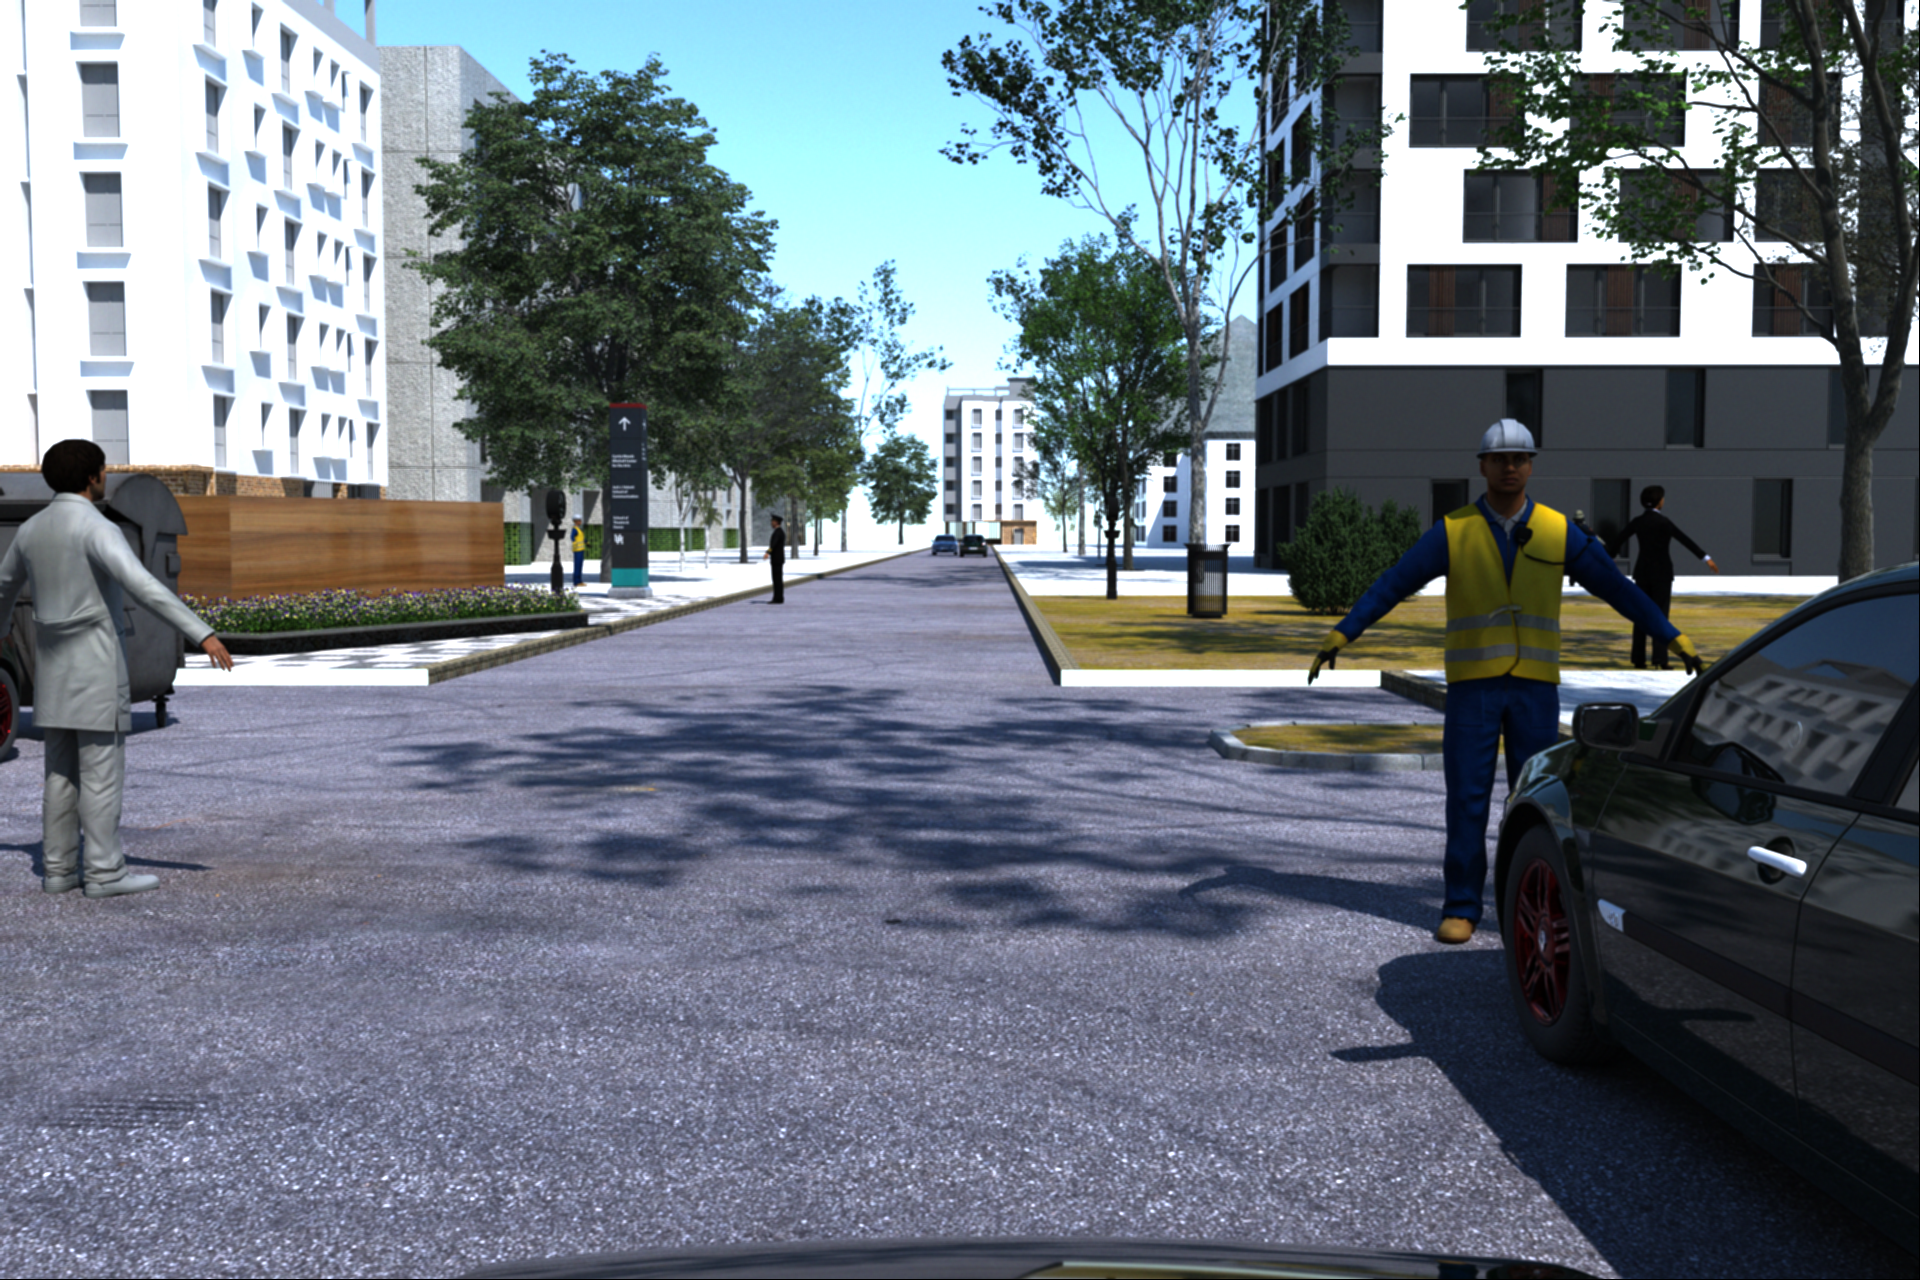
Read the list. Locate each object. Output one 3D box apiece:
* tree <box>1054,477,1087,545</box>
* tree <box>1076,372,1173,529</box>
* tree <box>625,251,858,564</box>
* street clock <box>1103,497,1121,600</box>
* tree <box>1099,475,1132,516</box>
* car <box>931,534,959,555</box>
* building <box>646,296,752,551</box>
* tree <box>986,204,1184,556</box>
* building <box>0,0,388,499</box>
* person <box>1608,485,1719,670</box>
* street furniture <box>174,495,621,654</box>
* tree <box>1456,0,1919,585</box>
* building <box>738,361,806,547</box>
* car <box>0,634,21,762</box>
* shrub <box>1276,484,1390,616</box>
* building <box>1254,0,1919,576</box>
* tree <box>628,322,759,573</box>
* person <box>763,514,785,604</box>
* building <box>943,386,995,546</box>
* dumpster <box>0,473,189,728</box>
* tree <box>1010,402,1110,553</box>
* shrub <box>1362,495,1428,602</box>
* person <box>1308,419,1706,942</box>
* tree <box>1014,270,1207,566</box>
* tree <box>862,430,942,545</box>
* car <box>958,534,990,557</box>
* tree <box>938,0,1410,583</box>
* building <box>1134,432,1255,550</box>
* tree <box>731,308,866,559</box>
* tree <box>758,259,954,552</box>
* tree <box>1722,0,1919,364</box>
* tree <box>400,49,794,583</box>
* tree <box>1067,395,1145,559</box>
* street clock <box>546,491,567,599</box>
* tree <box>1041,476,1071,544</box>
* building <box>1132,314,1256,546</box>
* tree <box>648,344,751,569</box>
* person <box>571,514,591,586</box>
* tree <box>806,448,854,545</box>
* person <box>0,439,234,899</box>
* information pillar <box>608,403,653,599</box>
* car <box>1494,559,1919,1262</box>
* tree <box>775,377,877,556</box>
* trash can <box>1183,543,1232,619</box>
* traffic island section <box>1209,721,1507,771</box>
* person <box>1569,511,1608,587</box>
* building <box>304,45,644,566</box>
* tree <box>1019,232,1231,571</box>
[{"bbox_3d":[13.493,-15.767,208.149,4.737,8.622,4.395,0,3,0],"label":"tree"},{"bbox_3d":[7.040,-7.755,77.165,4.737,8.622,4.395,0,3,0],"label":"tree"},{"bbox_3d":[-9.430,-10.049,74.669,12.009,13.543,11.850,0,3,0],"label":"tree"},{"bbox_3d":[2.981,-1.797,33.957,0.358,2.002,0.471,0,4,-1],"label":"street clock"},{"bbox_3d":[20.230,-16.750,208.274,7.601,10.594,8.767,0,4,6],"label":"tree"},{"bbox_3d":[-1.008,-6.558,119.219,2.014,1.417,4.499,0,4,1],"label":"car"},{"bbox_3d":[-28.216,-17.037,145.005,16.747,18.905,31.486,0,4,2],"label":"building"},{"bbox_3d":[7.582,-14.970,100.655,12.611,20.169,13.585,0,3,0],"label":"tree"},{"bbox_3d":[-25.064,-11.664,47.134,16.016,20.090,11.380,0,4,0],"label":"building"},{"bbox_3d":[6.623,-0.594,16.439,0.721,1.740,1.216,-2,4,-31],"label":"person"},{"bbox_3d":[-9.160,-0.883,21.285,11.010,1.723,9.812,1,4,22],"label":"street furniture"},{"bbox_3d":[8.383,-5.501,15.694,9.928,11.665,9.643,0,3,0],"label":"tree"},{"bbox_3d":[-26.777,-21.656,185.011,19.493,23.208,18.063,0,4,1],"label":"building"},{"bbox_3d":[-6.832,0.029,9.306,2.009,1.686,4.222,0,4,1],"label":"car"},{"bbox_3d":[5.907,-1.428,27.395,1.661,2.075,1.752,0,3,0],"label":"shrub"},{"bbox_3d":[25.299,-13.722,68.325,27.936,21.610,32.646,0,4,1],"label":"building"},{"bbox_3d":[-9.418,-6.553,57.500,4.360,8.622,3.978,0,3,0],"label":"tree"},{"bbox_3d":[-3.788,-1.666,35.627,0.705,1.837,1.347,0,4,6],"label":"person"},{"bbox_3d":[-1.799,-21.663,213.073,11.380,20.090,16.016,0,4,2],"label":"building"},{"bbox_3d":[-6.621,-0.249,12.279,1.865,1.857,1.264,0,4,1],"label":"dumpster"},{"bbox_3d":[6.892,-11.258,118.488,7.601,10.594,8.767,0,4,-8],"label":"tree"},{"bbox_3d":[8.236,-1.749,33.013,1.690,2.028,1.600,0,3,0],"label":"shrub"},{"bbox_3d":[1.912,0.143,6.096,1.349,1.833,0.705,1,4,11],"label":"person"},{"bbox_3d":[5.960,-8.758,68.956,9.928,11.665,9.643,0,3,0],"label":"tree"},{"bbox_3d":[-7.100,-18.607,210.877,9.857,13.997,8.962,0,3,0],"label":"tree"},{"bbox_3d":[0.845,-6.001,107.903,2.009,1.686,4.222,0,4,1],"label":"car"},{"bbox_3d":[5.009,-11.502,43.942,12.611,20.169,13.585,0,3,0],"label":"tree"},{"bbox_3d":[21.266,-13.073,155.895,9.099,9.664,28.070,0,4,1],"label":"building"},{"bbox_3d":[-8.826,-10.378,87.809,7.486,12.596,7.792,0,3,0],"label":"tree"},{"bbox_3d":[-7.224,-16.133,119.667,12.611,20.169,13.585,0,3,0],"label":"tree"},{"bbox_3d":[17.812,-7.250,28.912,12.009,13.543,11.850,0,3,0],"label":"tree"},{"bbox_3d":[-9.201,-8.454,44.884,9.857,13.997,8.962,0,3,0],"label":"tree"},{"bbox_3d":[7.372,-8.471,88.869,4.737,8.622,4.395,0,3,0],"label":"tree"},{"bbox_3d":[-6.767,-1.498,29.060,0.358,2.002,0.471,0,4,1],"label":"street clock"},{"bbox_3d":[12.014,-16.061,212.957,4.737,8.622,4.395,0,3,0],"label":"tree"},{"bbox_3d":[28.179,-21.484,182.193,19.493,23.208,18.063,0,4,1],"label":"building"},{"bbox_3d":[-9.147,-6.948,63.956,4.360,8.622,3.978,0,3,0],"label":"tree"},{"bbox_3d":[-9.299,-2.206,42.531,0.721,1.772,1.216,0,4,5],"label":"person"},{"bbox_3d":[-16.582,-17.917,211.063,7.486,12.596,7.792,0,3,0],"label":"tree"},{"bbox_3d":[-3.482,0.105,6.921,1.347,1.806,0.705,2,4,24],"label":"person"},{"bbox_3d":[-6.605,-2.766,34.595,0.750,3.857,0.750,0,4,1],"label":"information pillar"},{"bbox_3d":[2.428,0.385,3.497,2.009,1.686,4.222,0,4,0],"label":"car"},{"bbox_3d":[-8.185,-10.234,101.744,7.601,10.594,8.767,-3,4,-36],"label":"tree"},{"bbox_3d":[3.768,-0.901,26.378,0.748,1.137,0.748,0,3,0],"label":"trash can"},{"bbox_3d":[2.697,0.696,11.485,1.991,0.108,1.994,0,4,1],"label":"traffic island section"},{"bbox_3d":[15.128,-2.237,42.359,1.354,1.856,0.705,2,4,35],"label":"person"},{"bbox_3d":[-26.003,-12.998,78.979,16.747,18.905,31.486,0,4,2],"label":"building"},{"bbox_3d":[5.738,-8.219,60.141,9.928,11.665,9.643,0,3,0],"label":"tree"}]
